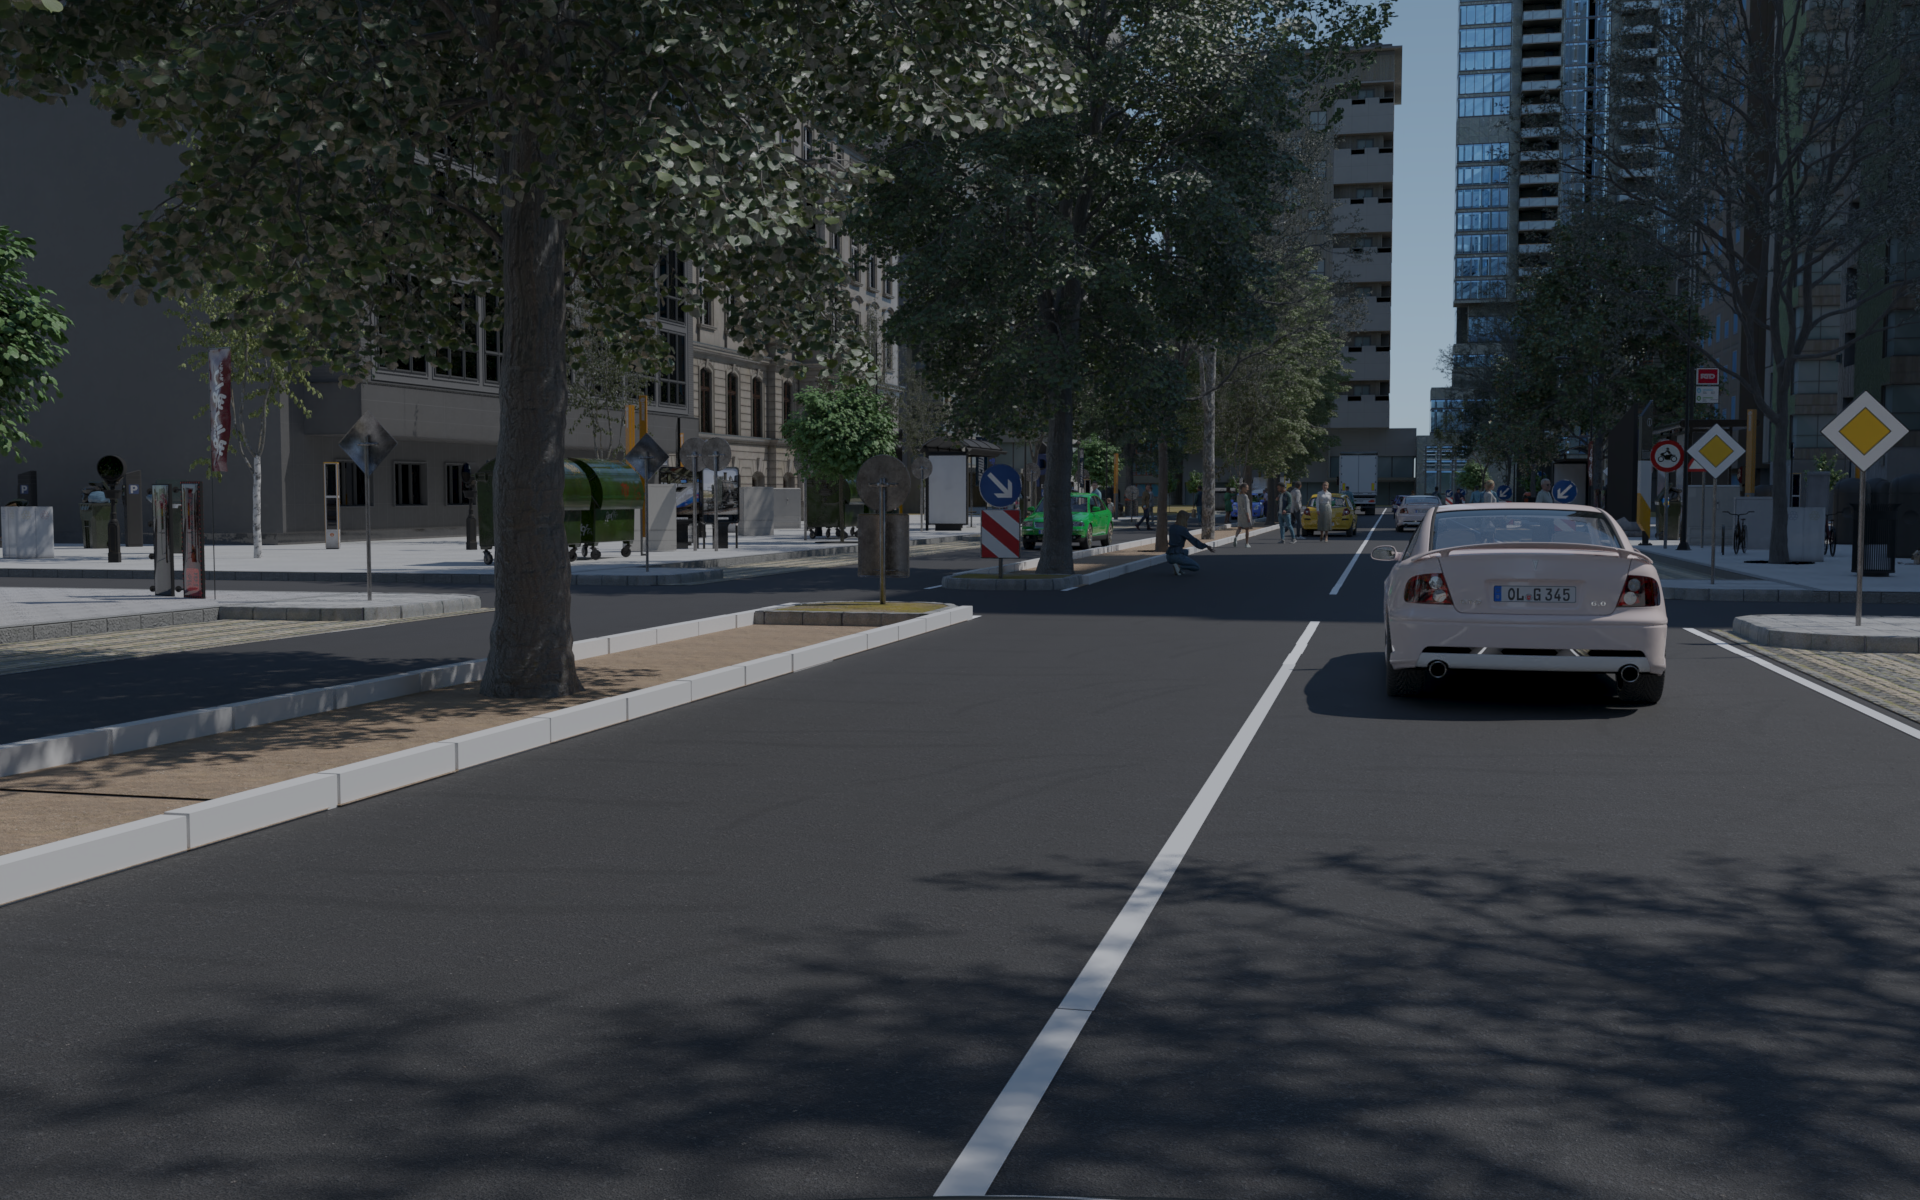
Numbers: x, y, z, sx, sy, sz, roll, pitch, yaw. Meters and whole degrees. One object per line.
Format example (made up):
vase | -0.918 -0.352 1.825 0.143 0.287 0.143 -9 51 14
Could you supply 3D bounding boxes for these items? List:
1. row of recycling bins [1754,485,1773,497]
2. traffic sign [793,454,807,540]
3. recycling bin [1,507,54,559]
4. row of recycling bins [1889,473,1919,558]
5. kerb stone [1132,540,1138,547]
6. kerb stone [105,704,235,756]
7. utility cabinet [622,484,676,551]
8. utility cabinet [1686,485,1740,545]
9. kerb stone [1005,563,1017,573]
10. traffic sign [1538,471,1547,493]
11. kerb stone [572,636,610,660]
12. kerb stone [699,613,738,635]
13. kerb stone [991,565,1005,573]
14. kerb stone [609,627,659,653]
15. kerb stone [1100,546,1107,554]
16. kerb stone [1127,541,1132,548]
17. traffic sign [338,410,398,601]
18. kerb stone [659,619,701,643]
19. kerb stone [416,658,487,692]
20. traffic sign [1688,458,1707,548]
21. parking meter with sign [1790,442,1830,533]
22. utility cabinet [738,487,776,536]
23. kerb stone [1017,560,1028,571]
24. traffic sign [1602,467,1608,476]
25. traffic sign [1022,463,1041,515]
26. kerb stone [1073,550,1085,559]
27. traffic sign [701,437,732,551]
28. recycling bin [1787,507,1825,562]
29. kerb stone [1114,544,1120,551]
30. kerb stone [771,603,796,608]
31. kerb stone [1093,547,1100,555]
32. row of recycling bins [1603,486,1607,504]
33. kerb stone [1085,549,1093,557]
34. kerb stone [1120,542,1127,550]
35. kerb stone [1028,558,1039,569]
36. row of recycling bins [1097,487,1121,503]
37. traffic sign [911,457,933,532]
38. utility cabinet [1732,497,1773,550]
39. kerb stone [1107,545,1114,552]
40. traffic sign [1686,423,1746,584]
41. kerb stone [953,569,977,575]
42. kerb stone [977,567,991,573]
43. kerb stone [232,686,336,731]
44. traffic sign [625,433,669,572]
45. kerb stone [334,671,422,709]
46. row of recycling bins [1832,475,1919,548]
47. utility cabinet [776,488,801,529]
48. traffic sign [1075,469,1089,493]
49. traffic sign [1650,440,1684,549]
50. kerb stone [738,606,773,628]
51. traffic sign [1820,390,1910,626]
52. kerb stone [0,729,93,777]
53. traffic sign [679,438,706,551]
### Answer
row of recycling bins | 36.033 -4.293 77.311 1.069 1.692 3.534 2 4 31
traffic sign | -4.277 -2.921 47.857 0.768 2.556 0.104 2 4 23
recycling bin | -18.632 -1.349 34.609 0.722 1.027 0.722 3 4 38
row of recycling bins | 20.273 -1.730 35.403 3.534 1.692 1.069 -2 4 -27
kerb stone | 4.562 -1.474 46.295 0.120 0.150 1.000 1 4 14
kerb stone | -4.562 0.750 9.955 0.120 0.150 1.000 1 4 14
utility cabinet | -6.926 -1.829 38.581 1.173 1.500 0.318 -2 4 -35
utility cabinet | 18.601 -2.086 42.782 1.173 1.500 0.318 1 4 22
kerb stone | 0.815 -0.556 31.368 0.120 0.150 1.000 1 4 14
traffic sign | 32.041 -5.854 95.820 0.768 2.556 0.104 1 4 22
kerb stone | -3.316 0.443 14.948 0.120 0.150 1.000 1 4 14
kerb stone | -2.566 0.262 17.938 0.120 0.150 1.000 1 4 14
kerb stone | 0.568 -0.498 30.375 0.120 0.150 1.000 1 4 14
kerb stone | -3.058 0.382 15.946 0.120 0.150 1.000 1 4 14
kerb stone | 3.314 -1.170 41.321 0.120 0.150 1.000 1 4 14
kerb stone | 4.310 -1.413 45.301 0.120 0.150 1.000 1 4 14
traffic sign | -7.105 -1.049 20.790 0.795 2.450 0.064 1 4 14
kerb stone | -2.811 0.321 16.944 0.120 0.150 1.000 1 4 14
kerb stone | -3.812 0.567 12.952 0.120 0.150 1.000 1 4 14
traffic sign | 17.620 -2.510 41.050 0.884 2.594 0.081 1 4 22
parking meter with sign | 28.690 -3.769 57.878 1.738 3.016 0.543 2 4 29
utility cabinet | -6.250 -2.708 52.962 0.318 1.500 1.173 3 5 44
kerb stone | 1.070 -0.617 32.367 0.120 0.150 1.000 1 4 14
traffic sign | 21.886 -3.469 57.910 0.795 2.450 0.064 1 4 23
traffic sign | 2.894 -4.300 70.417 0.768 2.556 0.104 1 4 19
kerb stone | 2.561 -0.987 38.332 0.120 0.150 1.000 1 4 14
traffic sign | -5.459 -2.362 38.726 0.768 2.556 0.104 1 4 22
recycling bin | 16.129 -1.258 33.124 0.722 1.027 0.722 2 4 26
kerb stone | 3.813 -1.291 43.308 0.120 0.150 1.000 1 4 14
kerb stone | -2.063 0.139 19.928 0.120 0.150 1.000 1 4 14
kerb stone | 3.063 -1.109 40.323 0.120 0.150 1.000 1 4 14
row of recycling bins | 33.515 -5.036 89.447 1.069 1.692 3.534 -2 4 -32
kerb stone | 2.817 -1.048 39.327 0.120 0.150 1.000 1 4 14
kerb stone | 4.070 -1.352 44.307 0.120 0.150 1.000 1 4 14
kerb stone | 1.321 -0.681 33.357 0.120 0.150 1.000 1 4 14
row of recycling bins | 8.636 -5.763 101.343 1.069 1.692 3.534 1 4 21
traffic sign | -1.309 -3.606 59.066 0.768 2.556 0.104 1 4 16
utility cabinet | 18.475 -1.771 40.110 1.020 1.237 0.306 1 4 16
kerb stone | 3.557 -1.221 42.314 0.120 0.150 1.000 1 4 14
traffic sign | 10.689 -1.279 24.548 0.795 2.450 0.064 1 4 14
kerb stone | 0.060 -0.378 28.379 0.120 0.150 1.000 1 4 14
kerb stone | 0.309 -0.439 29.372 0.120 0.150 1.000 1 4 14
kerb stone | -4.313 0.688 10.950 0.120 0.150 1.000 1 4 14
traffic sign | -5.159 -1.522 28.535 0.795 2.450 0.064 1 4 14
kerb stone | -4.060 0.632 11.956 0.120 0.150 1.000 1 4 14
row of recycling bins | 23.899 -2.296 44.654 3.534 1.692 1.069 -2 4 -28
utility cabinet | -6.404 -3.330 63.123 1.173 1.500 0.318 -1 4 -15
traffic sign | 6.100 -5.299 86.746 0.768 2.556 0.104 1 4 20
traffic sign | 16.554 -2.475 40.577 0.768 2.556 0.104 1 4 22
kerb stone | -2.306 0.202 18.926 0.120 0.150 1.000 1 4 14
traffic sign | 8.744 -0.805 16.802 0.795 2.450 0.064 1 4 14
kerb stone | -4.818 0.809 8.961 0.120 0.150 1.000 1 4 14
traffic sign | -5.986 -2.383 39.073 0.768 2.556 0.104 1 4 16
